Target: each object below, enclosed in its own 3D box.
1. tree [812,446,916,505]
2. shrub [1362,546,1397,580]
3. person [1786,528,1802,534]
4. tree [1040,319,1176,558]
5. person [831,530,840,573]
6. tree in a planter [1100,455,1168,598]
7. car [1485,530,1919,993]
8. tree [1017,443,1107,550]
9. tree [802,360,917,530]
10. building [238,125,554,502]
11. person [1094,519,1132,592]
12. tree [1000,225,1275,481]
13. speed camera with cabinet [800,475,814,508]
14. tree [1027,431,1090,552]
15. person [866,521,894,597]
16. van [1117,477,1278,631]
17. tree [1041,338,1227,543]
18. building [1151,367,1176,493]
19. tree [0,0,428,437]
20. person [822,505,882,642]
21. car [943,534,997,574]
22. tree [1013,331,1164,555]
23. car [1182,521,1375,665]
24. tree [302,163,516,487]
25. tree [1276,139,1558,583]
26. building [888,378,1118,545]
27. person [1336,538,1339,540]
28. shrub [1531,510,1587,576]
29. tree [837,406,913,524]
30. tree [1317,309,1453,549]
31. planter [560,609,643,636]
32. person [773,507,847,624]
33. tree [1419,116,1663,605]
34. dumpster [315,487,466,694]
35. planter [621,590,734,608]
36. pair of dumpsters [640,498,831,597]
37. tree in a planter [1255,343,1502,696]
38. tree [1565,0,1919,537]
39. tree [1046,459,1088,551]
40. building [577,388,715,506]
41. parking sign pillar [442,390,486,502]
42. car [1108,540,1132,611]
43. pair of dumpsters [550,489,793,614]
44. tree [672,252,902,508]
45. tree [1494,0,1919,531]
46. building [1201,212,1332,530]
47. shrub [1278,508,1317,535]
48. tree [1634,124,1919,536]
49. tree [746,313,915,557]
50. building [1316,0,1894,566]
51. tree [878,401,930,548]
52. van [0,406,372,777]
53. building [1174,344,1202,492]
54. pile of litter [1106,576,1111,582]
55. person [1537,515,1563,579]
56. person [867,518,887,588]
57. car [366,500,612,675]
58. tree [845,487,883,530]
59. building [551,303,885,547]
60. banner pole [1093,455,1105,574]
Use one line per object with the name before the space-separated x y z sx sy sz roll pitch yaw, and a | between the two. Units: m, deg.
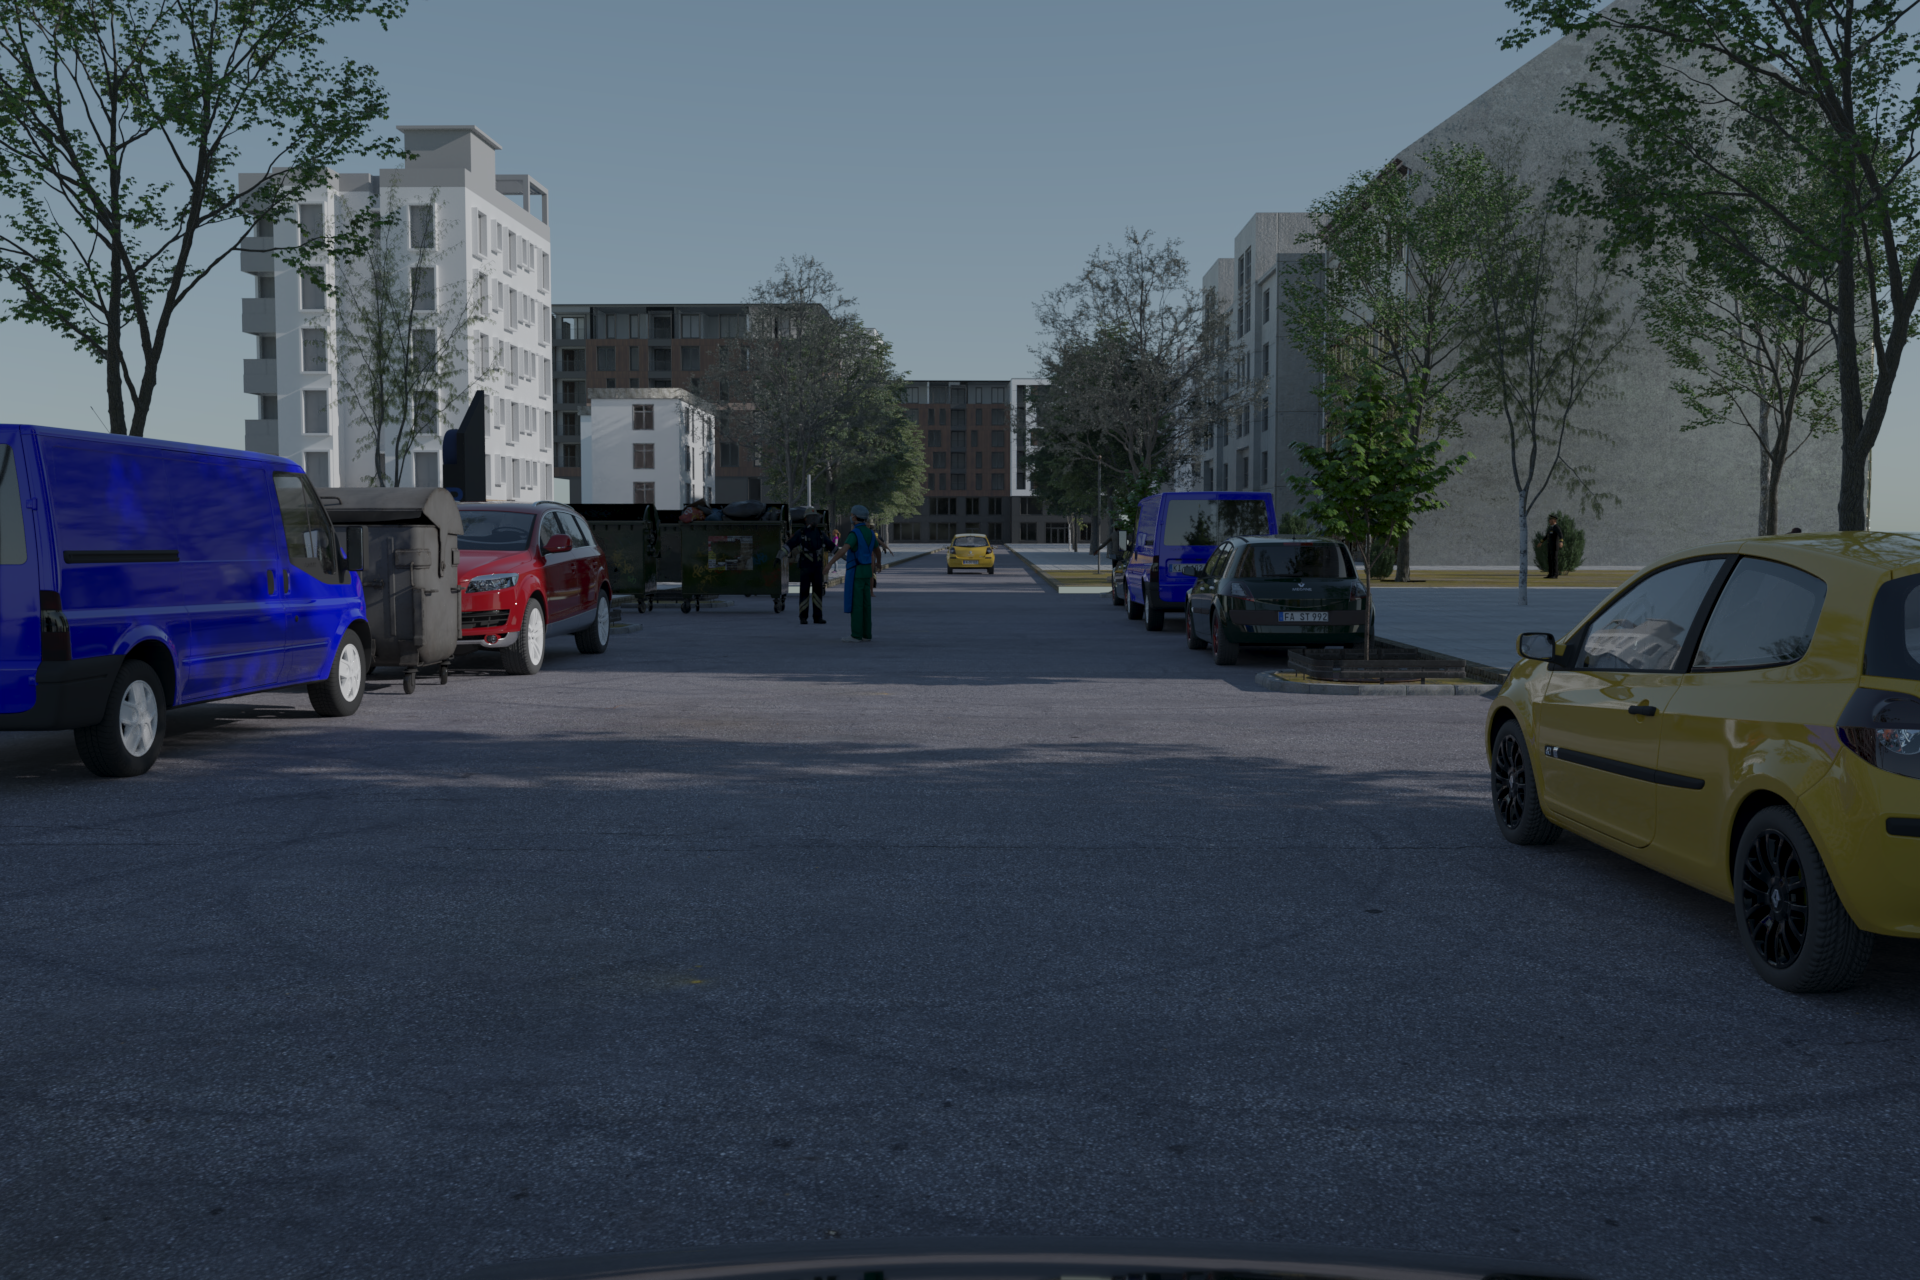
tree | -7.169 -11.338 119.785 8.767 10.594 7.601 0 4 -2
shrub | 11.763 -2.291 48.578 1.383 1.207 1.383 0 3 0
person | 18.472 -1.808 38.837 0.697 1.427 0.421 2 4 32
tree | 7.795 -10.605 91.522 7.486 12.596 7.792 0 3 0
person | -4.196 -2.939 57.320 0.599 1.433 0.991 0 4 -8
tree in a planter | 4.192 -2.576 39.347 1.991 3.239 1.994 0 4 1
car | 3.387 0.207 6.841 2.015 1.641 3.980 0 4 0
tree | 9.125 -12.633 140.964 8.767 10.594 7.601 -2 4 -31
tree | -6.491 -11.734 109.979 7.486 12.596 7.792 0 3 0
building | -27.345 -13.777 81.682 16.016 20.090 11.380 0 4 0
person | 3.812 -2.024 41.678 1.348 1.813 0.705 3 5 41
tree | 7.180 -9.661 68.320 12.009 13.543 11.850 0 3 0
speed camera with cabinet | -5.198 -3.931 58.608 0.660 3.252 2.038 0 4 3
tree | 8.022 -11.562 123.447 7.601 10.594 8.767 -3 5 -42
person | -2.120 -1.853 39.560 1.217 1.733 0.721 -1 4 -11
van | 3.710 -1.396 27.208 2.240 2.365 5.245 0 4 1
tree | 8.020 -8.964 80.967 8.767 10.594 7.601 -1 4 -11
building | 25.611 -20.531 192.100 16.016 20.090 11.380 0 4 1
tree | -11.499 -6.003 23.905 9.928 11.665 9.643 0 3 0
person | -1.365 -0.885 23.050 0.704 1.817 1.347 2 4 29
car | 0.371 -3.229 63.021 2.015 1.641 3.980 0 4 0
tree | 8.246 -12.268 107.236 9.857 13.997 8.962 0 3 0
car | 3.664 -0.643 20.298 2.009 1.686 4.222 0 4 1
tree | -11.745 -5.178 35.030 4.360 8.622 3.978 0 3 0
tree | 12.007 -7.354 45.991 9.928 11.665 9.643 0 3 0
building | 4.116 -24.007 238.937 32.646 21.610 27.936 0 4 -2
person | 15.806 -4.238 75.141 1.347 1.847 0.705 2 4 27
shrub | 18.547 -3.038 53.706 1.661 2.075 1.752 0 3 0
tree | -7.278 -13.319 135.889 7.486 12.596 7.792 0 3 0
tree | 13.772 -6.537 57.243 4.737 8.622 4.395 0 3 0
planter | -5.754 -0.263 25.434 1.991 0.319 1.994 0 4 2
person | -2.366 -1.184 27.602 1.354 1.856 0.705 -2 4 -27
tree | 10.222 -4.949 31.279 4.360 8.622 3.978 0 3 0
dumpster | -5.624 -0.472 15.940 1.865 1.857 1.264 0 4 2
planter | -5.553 -0.813 34.436 1.991 0.319 1.994 0 4 1
pair of dumpsters | -5.191 -2.124 39.671 4.436 2.255 1.574 0 4 1
tree in a planter | 3.843 -1.164 16.260 1.991 3.239 1.994 0 3 0
tree | 27.613 -12.469 59.754 12.611 20.169 13.585 0 3 0
tree | 8.308 -11.128 132.307 4.737 8.622 4.395 0 3 0
building | -20.487 -10.493 113.706 9.099 9.664 28.070 0 4 0
parking sign pillar | -9.094 -2.651 31.813 1.447 3.967 1.447 0 4 1
car | 3.920 -1.450 33.498 2.009 1.686 4.222 0 3 0
pair of dumpsters | -5.320 -1.631 31.624 4.436 2.255 1.574 0 4 1
tree | -7.196 -10.060 74.857 12.009 13.543 11.850 0 3 0
tree | 10.071 -5.700 18.956 9.928 11.665 9.643 0 3 0
building | 24.757 -14.518 103.819 16.747 18.905 31.486 0 4 1
shrub | 10.130 -2.979 52.744 1.661 2.075 1.752 0 3 0
tree | 21.017 -7.247 44.240 9.928 11.665 9.643 0 3 0
tree | -7.270 -11.752 98.797 9.857 13.997 8.962 0 3 0
building | 27.372 -15.109 77.966 19.493 23.208 18.063 0 4 2
tree | -6.010 -13.985 146.783 7.486 12.596 7.792 0 3 0
van | -5.745 -0.458 11.880 2.240 2.365 5.245 0 4 1
building | 26.447 -19.276 171.585 16.016 20.090 11.380 0 4 1
pile of litter | 4.435 -1.941 45.700 1.176 0.858 1.719 0 4 0
person | 17.021 -2.683 49.798 0.705 1.837 1.347 -1 4 -9
person | -2.413 -2.304 45.911 1.354 1.856 0.705 -3 5 -45
car | -5.299 -0.651 19.310 2.281 1.827 5.304 0 4 1
tree | -6.203 -10.886 128.343 4.360 8.622 3.978 0 3 0
building | -22.397 -19.938 169.958 27.936 21.610 32.646 0 4 1
banner pole | 4.421 -3.964 54.834 0.401 3.779 0.863 0 4 1
